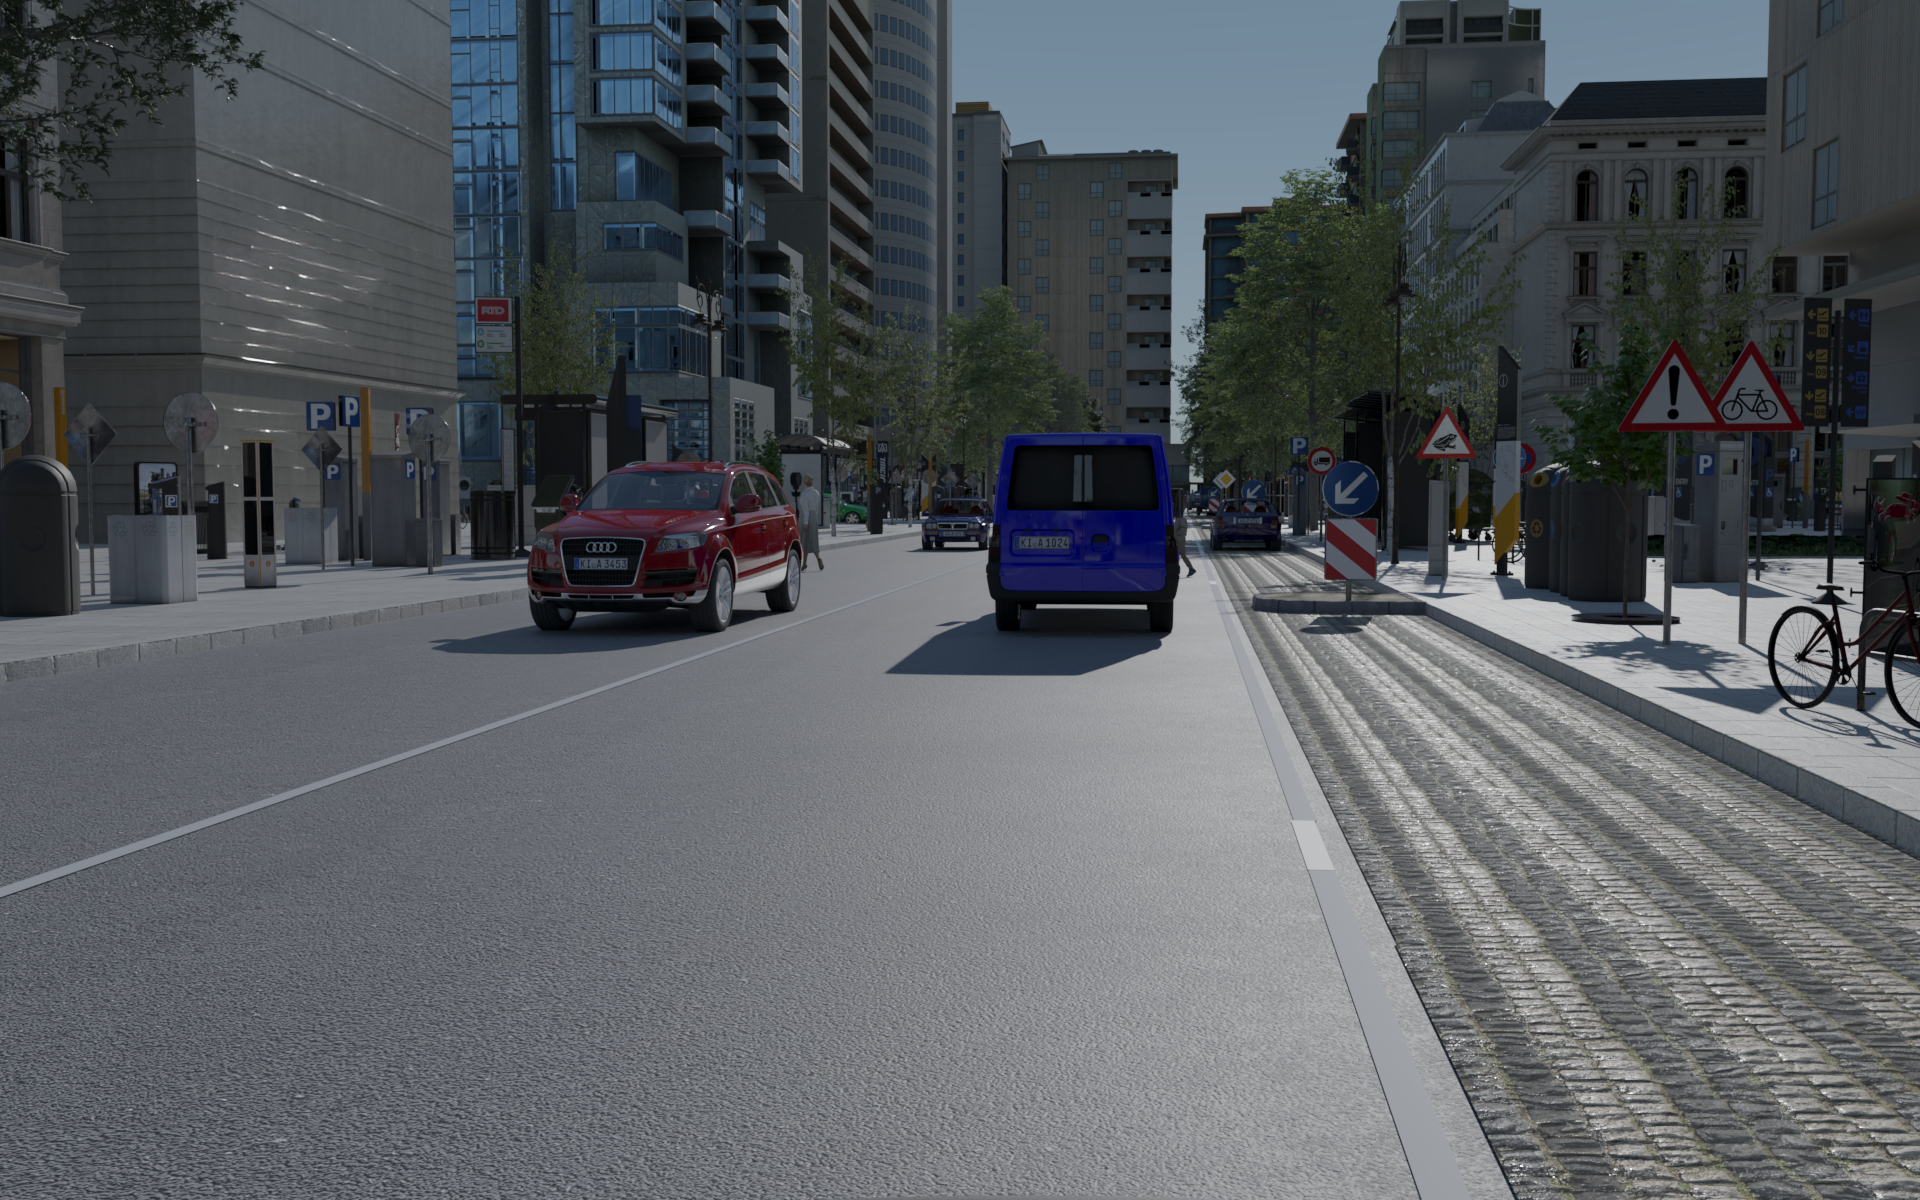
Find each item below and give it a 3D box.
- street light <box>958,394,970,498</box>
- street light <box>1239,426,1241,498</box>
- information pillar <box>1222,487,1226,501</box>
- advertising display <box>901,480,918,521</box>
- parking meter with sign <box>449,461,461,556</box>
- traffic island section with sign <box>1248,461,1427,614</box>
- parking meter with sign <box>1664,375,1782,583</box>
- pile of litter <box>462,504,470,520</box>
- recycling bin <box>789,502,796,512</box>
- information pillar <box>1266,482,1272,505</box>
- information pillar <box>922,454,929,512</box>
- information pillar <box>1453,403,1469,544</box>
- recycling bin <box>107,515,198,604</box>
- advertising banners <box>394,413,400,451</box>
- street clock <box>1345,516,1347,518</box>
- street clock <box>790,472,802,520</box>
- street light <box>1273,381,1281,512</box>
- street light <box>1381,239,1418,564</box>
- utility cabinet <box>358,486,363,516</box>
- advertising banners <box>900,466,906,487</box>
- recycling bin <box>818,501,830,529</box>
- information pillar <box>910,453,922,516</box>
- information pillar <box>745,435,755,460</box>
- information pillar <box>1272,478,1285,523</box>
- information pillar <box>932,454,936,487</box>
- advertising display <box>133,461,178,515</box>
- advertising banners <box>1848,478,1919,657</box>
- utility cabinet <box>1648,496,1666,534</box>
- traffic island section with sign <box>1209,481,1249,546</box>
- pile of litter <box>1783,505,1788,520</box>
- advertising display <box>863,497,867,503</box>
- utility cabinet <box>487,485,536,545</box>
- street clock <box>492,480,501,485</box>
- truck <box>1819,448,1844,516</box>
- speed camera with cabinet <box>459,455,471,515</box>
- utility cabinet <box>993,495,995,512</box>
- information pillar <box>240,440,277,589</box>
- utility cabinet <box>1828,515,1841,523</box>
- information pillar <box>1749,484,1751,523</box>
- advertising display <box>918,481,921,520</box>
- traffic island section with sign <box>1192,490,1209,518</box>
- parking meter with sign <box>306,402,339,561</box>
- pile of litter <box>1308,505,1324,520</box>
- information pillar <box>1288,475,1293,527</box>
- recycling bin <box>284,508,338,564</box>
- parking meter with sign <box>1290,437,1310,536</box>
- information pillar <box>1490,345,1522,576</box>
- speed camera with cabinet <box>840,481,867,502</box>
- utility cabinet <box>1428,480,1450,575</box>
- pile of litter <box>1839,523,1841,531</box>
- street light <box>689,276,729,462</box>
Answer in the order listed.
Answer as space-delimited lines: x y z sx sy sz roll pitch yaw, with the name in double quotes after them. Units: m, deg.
0.173 -6.572 80.233 0.468 5.910 1.993 0 4 7 "street light"
18.298 -8.593 113.283 0.468 5.910 1.993 0 4 7 "street light"
22.486 -8.775 147.964 0.304 2.012 0.304 -2 4 -30 "information pillar"
-2.455 -4.725 82.463 0.123 1.923 0.974 2 4 34 "advertising display"
-10.828 -2.418 35.800 0.543 3.016 1.738 0 4 4 "parking meter with sign"
4.666 -0.789 21.525 1.989 1.847 2.006 0 4 7 "traffic island section with sign"
11.074 -1.772 25.240 1.738 3.016 0.543 -2 4 -25 "parking meter with sign"
-24.164 -4.327 84.712 1.176 0.858 1.719 -1 4 -20 "pile of litter"
-6.435 -3.075 62.833 0.722 1.027 0.722 -2 4 -32 "recycling bin"
18.800 -6.155 105.129 0.304 2.012 0.304 -2 4 -34 "information pillar"
-2.016 -6.681 100.588 0.504 3.616 0.183 1 4 17 "information pillar"
13.043 -3.280 44.985 0.504 3.616 0.183 -3 5 -44 "information pillar"
-9.542 -0.485 20.487 0.722 1.027 0.722 0 4 6 "recycling bin"
-12.080 -2.483 36.786 0.090 3.025 2.074 0 4 -7 "advertising banners"
9.142 -2.212 40.744 0.358 2.002 0.471 1 4 15 "street clock"
-5.438 -3.235 57.459 0.358 2.002 0.471 1 4 19 "street clock"
12.708 -5.930 69.746 0.468 5.910 1.993 0 4 7 "street light"
7.998 -3.601 31.666 0.468 5.910 1.993 0 4 7 "street light"
-15.865 -2.301 46.299 1.173 1.500 0.318 -3 4 -36 "utility cabinet"
-4.266 -6.955 109.905 2.074 3.025 0.090 2 4 26 "advertising banners"
-5.296 -3.159 64.204 0.722 1.027 0.722 -3 5 -43 "recycling bin"
-2.566 -6.512 97.832 0.504 3.616 0.183 2 4 29 "information pillar"
-8.353 -4.742 68.892 0.504 3.616 0.183 3 5 43 "information pillar"
14.327 -4.469 77.562 0.304 2.012 0.304 -3 5 -44 "information pillar"
-1.620 -6.736 101.486 0.504 3.616 0.183 -3 4 -36 "information pillar"
-15.981 -1.789 34.464 0.123 1.923 0.974 2 4 23 "advertising display"
8.001 -1.044 13.258 2.074 3.025 0.090 3 4 37 "advertising banners"
20.666 -2.477 51.668 0.306 1.237 1.020 3 5 40 "utility cabinet"
8.070 -2.434 48.423 1.989 1.847 2.006 0 4 7 "traffic island section with sign"
40.847 -4.438 86.519 1.719 0.858 1.176 3 5 45 "pile of litter"
-8.084 -8.528 144.652 0.974 1.923 0.123 0 4 2 "advertising display"
-11.172 -2.112 43.206 1.173 1.500 0.318 -1 4 -12 "utility cabinet"
-23.719 -5.148 88.733 0.471 2.002 0.358 -2 4 -34 "street clock"
39.923 -4.620 71.468 9.791 3.379 3.469 0 4 5 "truck"
-25.804 -5.697 87.487 2.038 3.252 0.660 -3 4 -38 "speed camera with cabinet"
2.406 -5.464 100.499 1.020 1.237 0.306 0 4 -1 "utility cabinet"
-9.534 -1.166 23.551 0.304 2.012 0.304 1 4 23 "information pillar"
39.096 -4.015 76.815 1.020 1.237 0.306 1 4 16 "utility cabinet"
25.145 -3.122 55.544 0.304 2.012 0.304 1 4 12 "information pillar"
-2.086 -4.908 85.467 0.123 1.923 0.974 -1 4 -13 "advertising display"
14.987 -5.775 103.043 1.989 1.847 2.006 0 4 7 "traffic island section with sign"
-11.991 -2.284 33.606 0.543 3.016 1.738 0 4 5 "parking meter with sign"
17.751 -4.453 86.764 1.719 0.858 1.176 0 4 3 "pile of litter"
12.912 -3.824 67.019 0.304 2.012 0.304 -3 5 -44 "information pillar"
-11.951 -1.184 31.907 0.722 1.027 0.722 0 4 3 "recycling bin"
10.576 -3.510 53.644 0.543 3.016 1.738 1 4 17 "parking meter with sign"
8.588 -2.190 27.166 0.183 3.616 0.504 -1 4 -22 "information pillar"
-7.314 -7.598 118.562 2.038 3.252 0.660 -1 4 -16 "speed camera with cabinet"
7.652 -1.161 27.656 0.318 1.500 1.173 1 4 14 "utility cabinet"
30.958 -2.783 59.462 1.719 0.858 1.176 -1 4 -15 "pile of litter"
-5.312 -3.917 36.836 0.468 5.910 1.993 0 4 7 "street light"
